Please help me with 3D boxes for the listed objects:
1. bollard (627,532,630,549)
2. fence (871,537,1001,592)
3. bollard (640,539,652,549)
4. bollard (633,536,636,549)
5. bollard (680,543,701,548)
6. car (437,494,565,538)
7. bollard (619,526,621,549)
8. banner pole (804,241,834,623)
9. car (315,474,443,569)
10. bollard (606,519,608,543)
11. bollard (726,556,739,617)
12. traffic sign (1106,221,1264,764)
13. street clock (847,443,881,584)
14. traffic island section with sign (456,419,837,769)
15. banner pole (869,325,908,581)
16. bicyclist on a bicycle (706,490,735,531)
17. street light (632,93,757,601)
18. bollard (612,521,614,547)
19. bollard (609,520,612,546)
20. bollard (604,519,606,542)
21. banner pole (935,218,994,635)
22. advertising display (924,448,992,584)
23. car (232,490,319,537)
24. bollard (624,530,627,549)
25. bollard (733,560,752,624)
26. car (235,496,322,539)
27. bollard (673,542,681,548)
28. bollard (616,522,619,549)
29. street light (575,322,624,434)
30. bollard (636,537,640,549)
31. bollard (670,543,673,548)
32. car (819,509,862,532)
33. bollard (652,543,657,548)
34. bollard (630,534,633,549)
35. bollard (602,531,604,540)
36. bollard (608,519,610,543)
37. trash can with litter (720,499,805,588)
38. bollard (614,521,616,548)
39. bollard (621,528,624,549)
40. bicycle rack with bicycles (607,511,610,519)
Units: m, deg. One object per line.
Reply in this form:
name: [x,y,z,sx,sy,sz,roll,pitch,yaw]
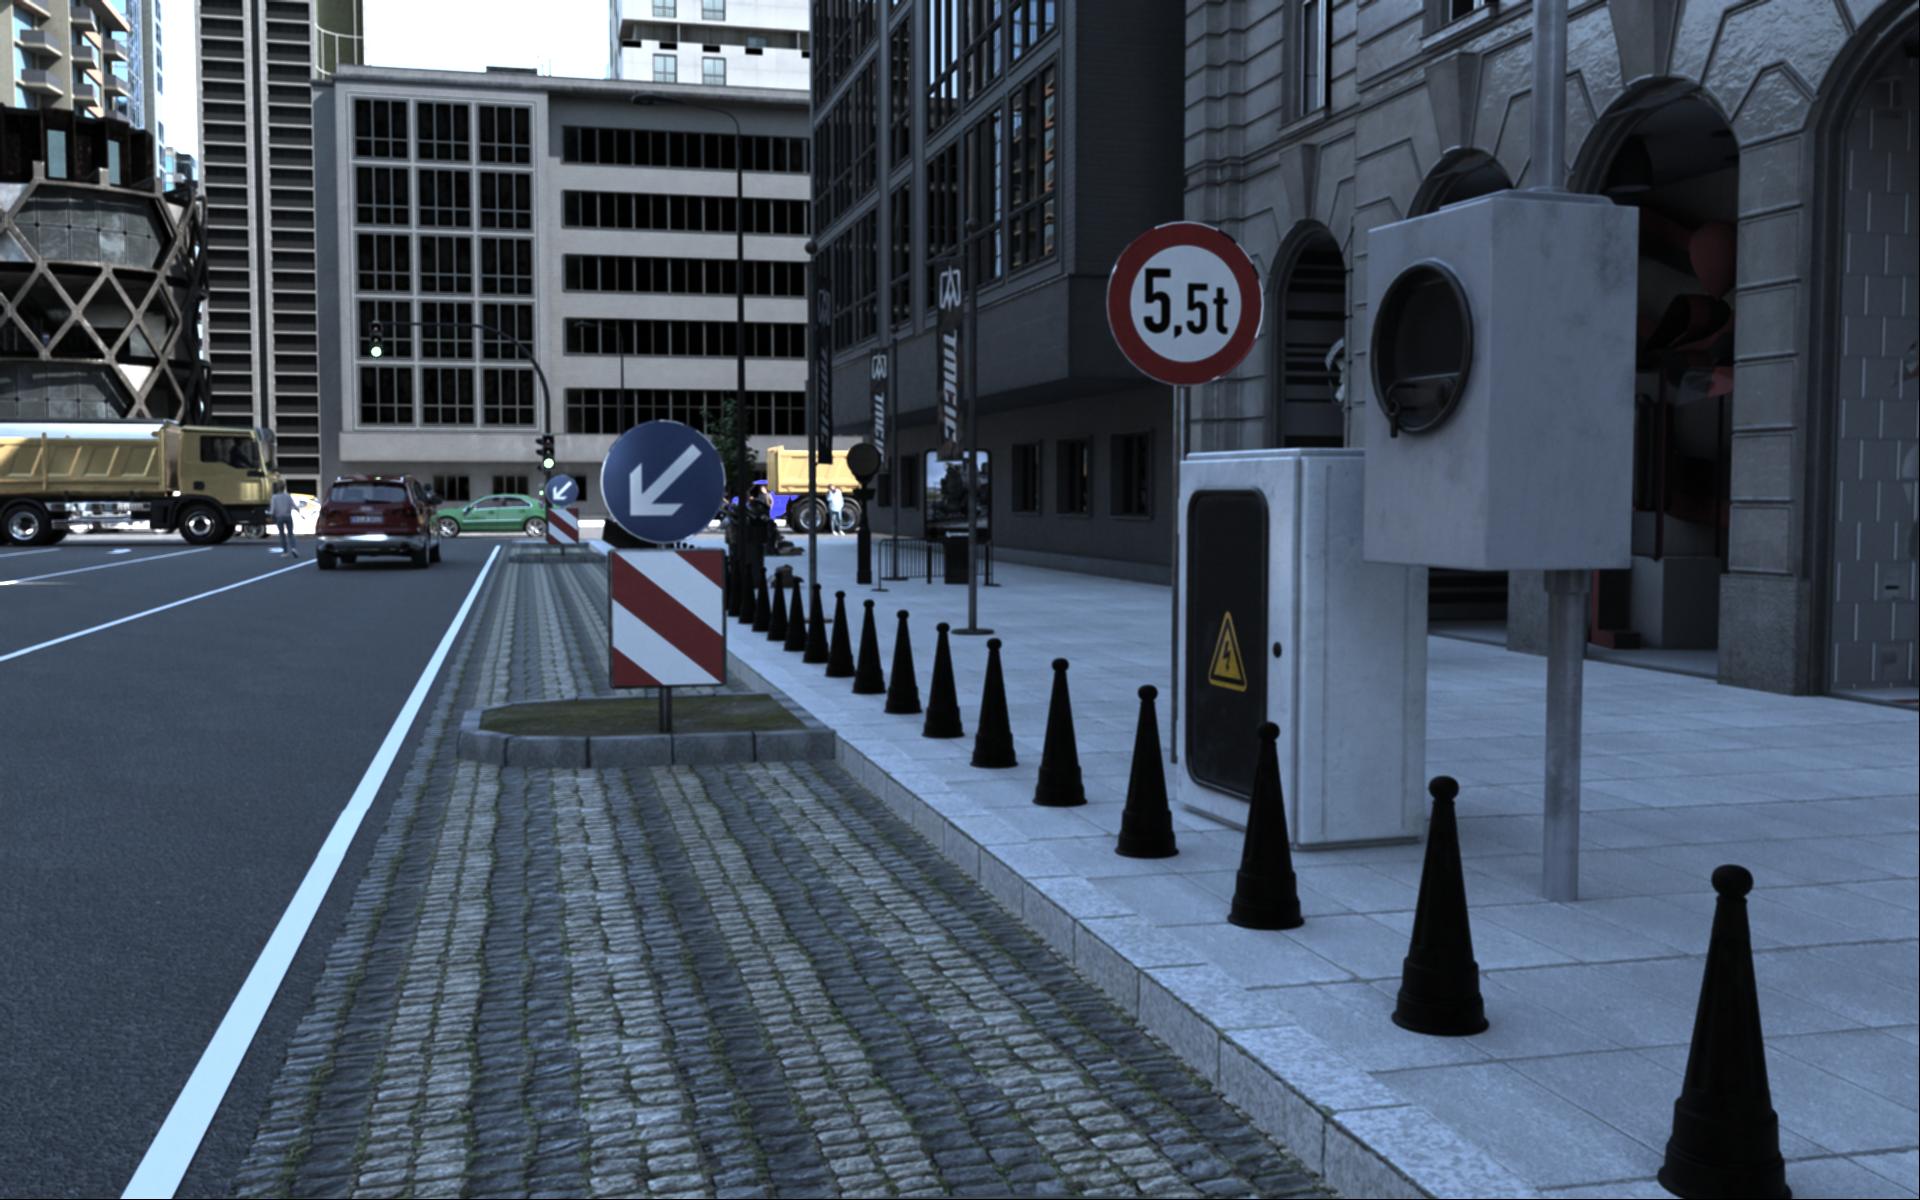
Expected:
bollard: [-6.604,-1.173,35.216,0.229,0.601,0.229,0,3,0]
fence: [-0.308,-0.498,23.521,2.069,0.683,0.278,-3,5,-40]
bollard: [-5.599,-0.927,31.203,0.229,0.601,0.229,0,3,0]
bollard: [-6.099,-1.049,33.195,0.229,0.601,0.229,0,3,0]
bollard: [-3.591,-0.437,23.194,0.229,0.601,0.229,0,3,0]
car: [-15.505,-2.802,57.606,4.920,1.459,2.131,-1,4,-12]
bollard: [-7.351,-1.356,38.205,0.229,0.601,0.229,0,3,0]
banner pole: [-1.414,-1.679,17.467,0.401,3.779,0.863,1,4,15]
car: [-11.591,-1.593,34.716,2.281,1.827,5.304,-1,4,-12]
bollard: [-8.857,-1.723,44.214,0.229,0.601,0.229,0,3,0]
bollard: [-2.340,-0.131,18.191,0.229,0.601,0.229,0,3,0]
traffic sign: [1.047,-0.495,8.194,0.768,2.556,0.104,-1,4,-11]
street clock: [-1.367,-1.232,24.708,0.471,2.002,0.358,0,4,5]
traffic island section with sign: [-1.860,-0.082,9.963,1.989,1.847,2.006,-1,4,-14]
banner pole: [-1.111,-2.194,25.895,0.401,3.779,0.863,-3,4,-38]
bicyclist on a bicycle: [-9.003,-3.462,66.624,1.625,1.676,1.499,-1,4,-14]
street light: [-3.119,-2.926,20.382,1.470,5.913,1.316,-1,4,-14]
bollard: [-8.106,-1.540,41.218,0.229,0.601,0.229,0,3,0]
bollard: [-8.359,-1.601,42.222,0.229,0.601,0.229,0,3,0]
bollard: [-9.108,-1.784,45.210,0.229,0.601,0.229,0,3,0]
banner pole: [-0.006,-1.591,16.032,0.401,3.779,0.863,-2,4,-32]
advertising display: [-0.032,-1.187,24.616,0.974,1.923,0.123,1,4,14]
car: [-23.480,-2.975,58.866,3.980,1.641,2.015,-1,4,-15]
bollard: [-6.853,-1.234,36.212,0.229,0.601,0.229,0,3,0]
bollard: [-2.095,-0.070,17.194,0.229,0.601,0.229,0,3,0]
car: [-21.449,-2.695,56.423,4.827,1.381,2.083,-1,4,-13]
bollard: [-3.843,-0.498,24.192,0.229,0.601,0.229,0,3,0]
bollard: [-7.609,-1.418,39.221,0.229,0.601,0.229,0,3,0]
street light: [-9.728,-4.564,47.155,1.470,5.913,1.316,-1,4,-14]
bollard: [-5.849,-0.988,32.199,0.229,0.601,0.229,0,3,0]
bollard: [-4.095,-0.559,25.189,0.229,0.601,0.229,0,3,0]
car: [-4.160,-3.499,66.998,4.222,1.686,2.009,-1,4,-15]
bollard: [-4.842,-0.743,28.184,0.229,0.601,0.229,0,3,0]
bollard: [-6.351,-1.111,34.201,0.229,0.601,0.229,0,3,0]
bollard: [-9.361,-1.845,46.215,0.229,0.601,0.229,0,3,0]
bollard: [-8.605,-1.662,43.219,0.229,0.601,0.229,0,3,0]
trash can with litter: [-2.712,-0.755,23.731,1.055,1.170,0.624,-2,4,-27]
bollard: [-7.855,-1.479,40.218,0.229,0.601,0.229,0,3,0]
bollard: [-7.101,-1.295,37.209,0.229,0.601,0.229,0,3,0]
bicycle rack with bicycles: [-14.944,-4.056,79.703,2.925,0.926,2.852,3,4,37]
